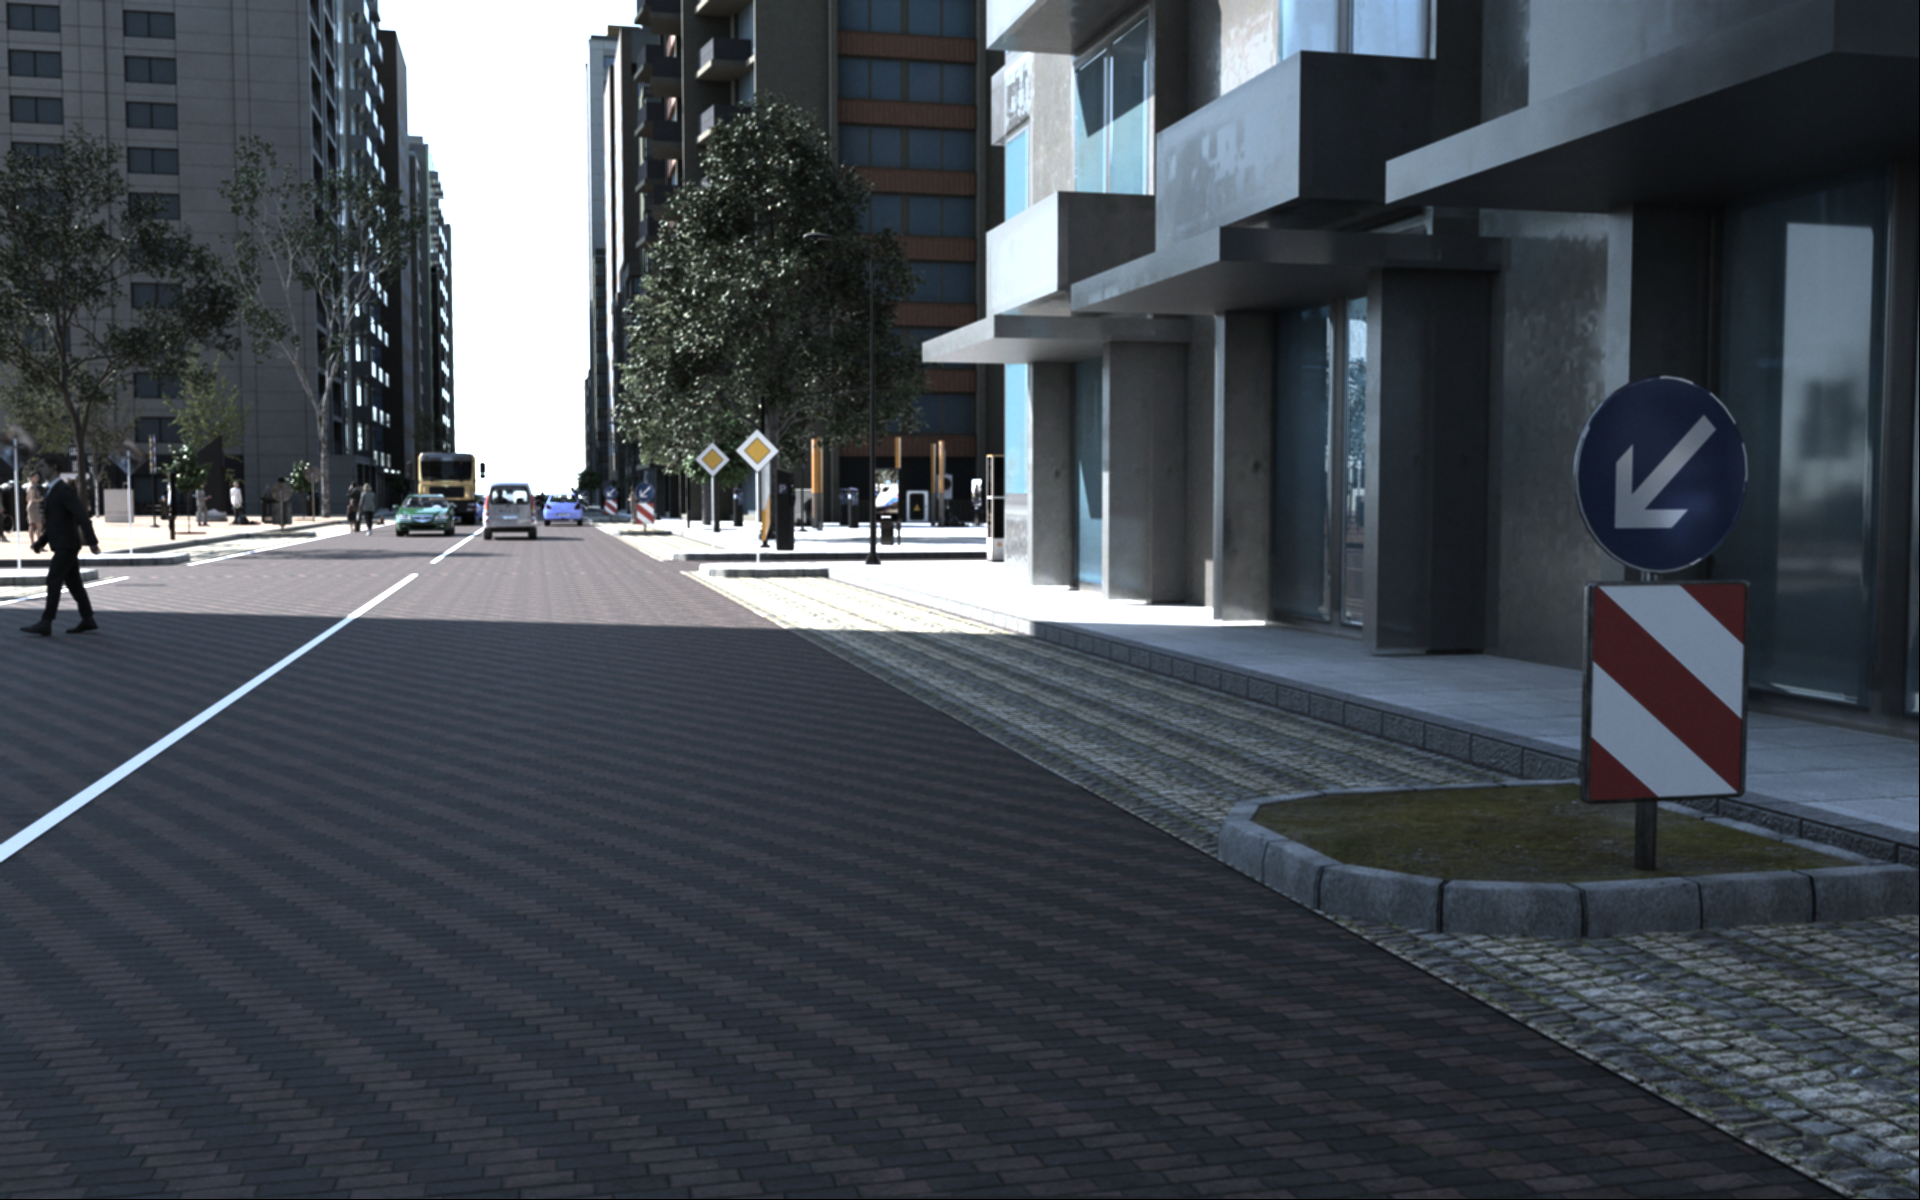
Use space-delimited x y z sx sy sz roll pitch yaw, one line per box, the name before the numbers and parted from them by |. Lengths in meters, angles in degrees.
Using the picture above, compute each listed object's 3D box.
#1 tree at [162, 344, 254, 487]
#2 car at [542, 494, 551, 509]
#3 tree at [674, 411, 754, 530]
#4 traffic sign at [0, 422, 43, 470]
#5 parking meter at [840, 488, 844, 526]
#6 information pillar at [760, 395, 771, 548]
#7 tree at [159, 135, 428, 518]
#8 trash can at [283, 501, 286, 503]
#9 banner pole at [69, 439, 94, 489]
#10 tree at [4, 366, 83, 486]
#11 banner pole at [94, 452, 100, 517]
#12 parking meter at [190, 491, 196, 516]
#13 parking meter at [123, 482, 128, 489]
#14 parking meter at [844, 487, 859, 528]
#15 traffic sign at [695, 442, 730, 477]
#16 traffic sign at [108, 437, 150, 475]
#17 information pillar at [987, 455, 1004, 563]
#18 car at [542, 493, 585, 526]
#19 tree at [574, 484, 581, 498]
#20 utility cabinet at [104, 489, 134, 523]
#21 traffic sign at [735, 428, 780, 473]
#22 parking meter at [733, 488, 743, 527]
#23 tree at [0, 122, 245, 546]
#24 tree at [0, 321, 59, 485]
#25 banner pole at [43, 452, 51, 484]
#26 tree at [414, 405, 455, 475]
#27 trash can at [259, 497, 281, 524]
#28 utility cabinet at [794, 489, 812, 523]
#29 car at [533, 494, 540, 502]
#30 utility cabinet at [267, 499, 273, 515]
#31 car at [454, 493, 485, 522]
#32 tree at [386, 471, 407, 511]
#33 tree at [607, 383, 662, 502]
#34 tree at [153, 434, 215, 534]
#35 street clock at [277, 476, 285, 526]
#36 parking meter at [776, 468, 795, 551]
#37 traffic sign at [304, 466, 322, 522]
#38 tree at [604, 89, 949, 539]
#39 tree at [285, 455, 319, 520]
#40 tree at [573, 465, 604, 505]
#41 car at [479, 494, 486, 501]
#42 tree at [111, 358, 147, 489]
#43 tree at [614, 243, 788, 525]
tree | -36.119 -8.124 83.187 4.737 8.622 4.395 0 3 0
car | -39.799 -9.778 168.664 1.959 1.807 4.718 -1 4 -15
tree | -8.555 -4.772 61.729 4.285 4.588 4.351 0 3 0
traffic sign | -15.230 -1.576 27.955 0.795 2.593 0.064 -1 4 -14
parking meter | -4.726 -3.806 70.645 0.372 1.533 0.369 0 3 0
information pillar | -4.649 -3.062 41.421 0.183 3.616 0.504 1 4 9
tree | -35.488 -14.513 93.172 12.611 20.169 13.585 0 3 0
trash can | -34.773 -4.700 88.501 0.748 1.137 0.748 0 3 0
banner pole | -39.638 -5.376 77.912 0.863 3.779 0.401 0 4 -7
tree | -51.253 -8.967 96.980 4.737 8.622 4.395 0 3 0
banner pole | -47.632 -6.437 95.265 0.401 3.779 0.863 2 4 26
parking meter | -45.908 -5.830 103.726 0.372 1.533 0.369 0 3 0
parking meter | -41.101 -4.876 85.429 0.255 1.863 0.399 -2 4 -32
parking meter | -3.990 -3.454 64.882 0.372 1.533 0.369 0 3 0
traffic sign | -5.478 -2.223 38.539 0.795 2.593 0.064 -1 4 -14
traffic sign | -17.133 -2.050 35.711 0.795 2.593 0.064 -1 4 -14
information pillar | 0.693 -1.717 32.570 0.304 2.012 0.304 -1 4 -19
car | -18.145 -4.261 79.251 1.945 1.707 3.694 -1 4 -12
tree | -53.398 -15.194 243.021 1.663 3.219 1.824 0 3 0
utility cabinet | -37.076 -4.140 76.367 1.173 1.500 0.318 0 4 -1
traffic sign | -3.575 -1.749 30.783 0.795 2.593 0.064 -1 4 -14
parking meter | -8.689 -3.633 67.815 0.372 1.533 0.369 0 3 0
tree | -21.608 -6.632 42.851 8.767 10.594 7.601 0 4 2
tree | -38.357 -7.422 71.709 4.360 8.622 3.978 0 3 0
banner pole | -53.047 -6.779 100.850 0.863 3.779 0.401 1 4 10
tree | -56.022 -15.112 181.500 7.601 10.594 8.767 -1 4 -22
trash can | -30.024 -3.889 75.234 0.748 1.137 0.748 0 3 0
utility cabinet | -6.806 -4.166 76.795 1.173 1.500 0.318 1 4 13
car | -63.266 -15.233 258.099 2.155 1.783 4.494 -1 4 -13
utility cabinet | -42.351 -6.005 106.858 0.318 1.500 1.173 0 4 7
car | -25.997 -5.012 91.531 1.945 1.707 3.694 -1 4 -14
tree | -43.692 -8.602 135.250 1.663 3.219 1.824 0 3 0
tree | -20.161 -9.703 109.011 4.360 8.622 3.978 0 3 0
tree | -24.708 -3.732 55.619 1.663 3.219 1.824 0 3 0
street clock | -26.875 -3.919 68.646 0.358 2.002 0.471 -1 4 -19
parking meter | -3.953 -2.051 39.246 0.399 1.863 0.255 1 4 18
traffic sign | -29.503 -4.826 79.006 0.768 2.556 0.104 -1 4 -13
tree | -5.281 -8.097 49.394 9.611 12.733 9.660 0 3 0
tree | -32.857 -5.607 86.279 1.663 3.219 1.824 0 3 0
tree | -42.113 -13.004 196.336 4.285 4.588 4.351 0 3 0
car | -39.063 -8.143 141.938 1.959 1.807 4.718 -1 4 -13
tree | -45.623 -8.656 91.888 4.360 8.622 3.978 0 3 0
tree | -10.020 -9.344 70.899 7.486 12.596 7.792 0 3 0
